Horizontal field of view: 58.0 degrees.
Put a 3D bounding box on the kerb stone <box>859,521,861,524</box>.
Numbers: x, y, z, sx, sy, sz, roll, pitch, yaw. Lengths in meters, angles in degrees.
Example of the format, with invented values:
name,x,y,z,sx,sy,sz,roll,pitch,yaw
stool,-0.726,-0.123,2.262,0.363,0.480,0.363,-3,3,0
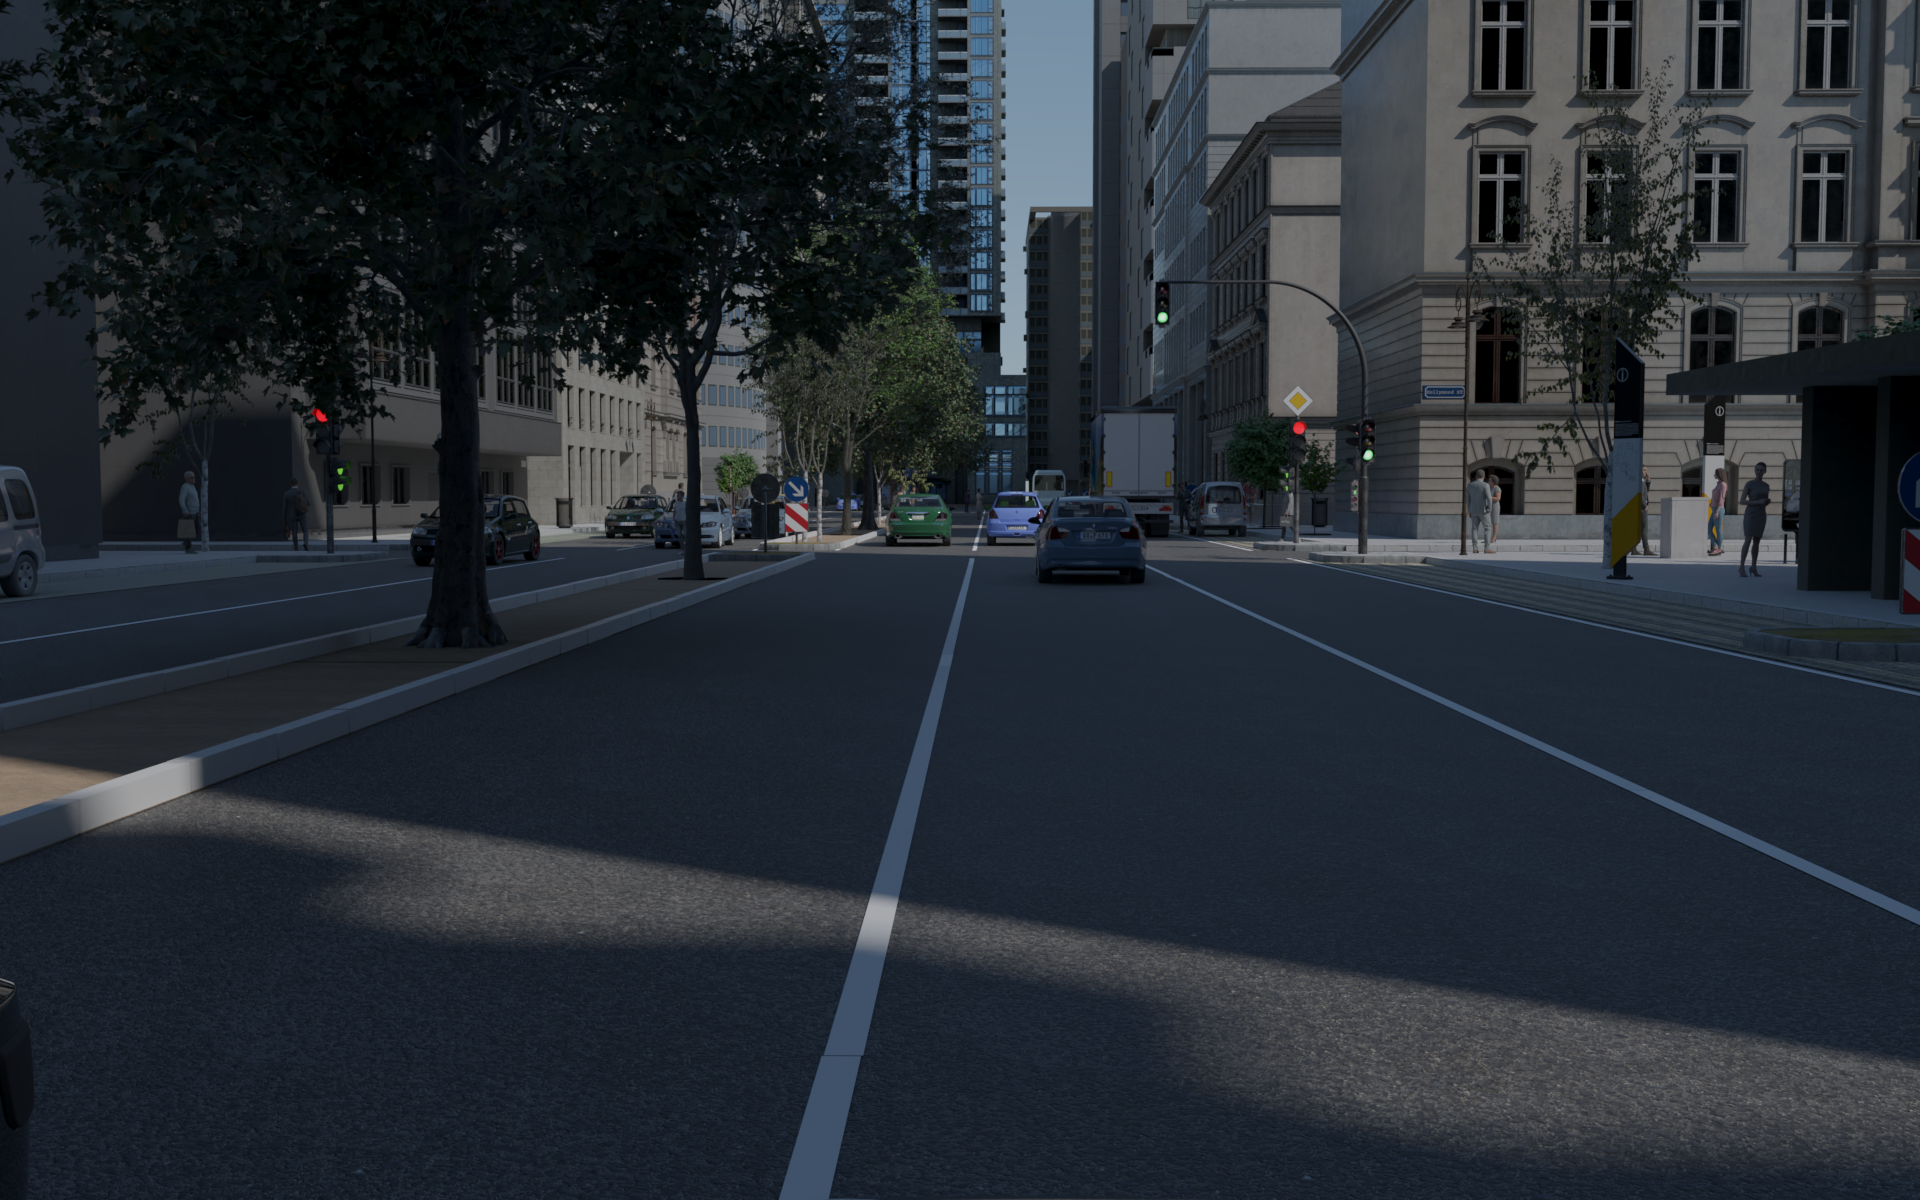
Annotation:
name,x,y,z,sx,sy,sz,roll,pitch,yaw
kerb stone,-4.671,-3.419,78.096,0.120,0.150,1.000,0,4,1

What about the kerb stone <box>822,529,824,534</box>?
name,x,y,z,sx,sy,sz,roll,pitch,yaw
kerb stone,-4.961,-2.353,60.662,0.120,0.150,1.000,0,4,1

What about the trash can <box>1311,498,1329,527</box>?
name,x,y,z,sx,sy,sz,roll,pitch,yaw
trash can,13.866,-3.372,66.781,0.748,1.137,0.748,0,3,0

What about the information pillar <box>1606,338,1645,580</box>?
name,x,y,z,sx,sy,sz,roll,pitch,yaw
information pillar,9.960,-2.110,25.860,0.183,3.616,0.504,-2,4,-30

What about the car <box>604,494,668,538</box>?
name,x,y,z,sx,sy,sz,roll,pitch,yaw
car,-10.577,-2.902,57.241,2.009,1.686,4.222,0,4,0

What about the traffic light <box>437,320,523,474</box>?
name,x,y,z,sx,sy,sz,roll,pitch,yaw
traffic light,-11.350,-4.318,45.270,4.771,5.953,1.251,0,4,1

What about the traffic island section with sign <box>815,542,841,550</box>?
name,x,y,z,sx,sy,sz,roll,pitch,yaw
traffic island section with sign,-4.164,-2.249,44.905,2.006,1.907,1.989,0,4,1

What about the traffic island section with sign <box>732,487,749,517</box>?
name,x,y,z,sx,sy,sz,roll,pitch,yaw
traffic island section with sign,-12.271,-5.466,97.997,1.989,1.847,2.006,0,4,1

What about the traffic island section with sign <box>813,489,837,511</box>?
name,x,y,z,sx,sy,sz,roll,pitch,yaw
traffic island section with sign,-11.446,-8.484,147.334,1.989,1.847,2.006,0,4,1

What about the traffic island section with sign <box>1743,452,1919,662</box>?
name,x,y,z,sx,sy,sz,roll,pitch,yaw
traffic island section with sign,8.266,-0.427,15.602,1.989,1.847,2.006,0,4,1

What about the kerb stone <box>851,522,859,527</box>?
name,x,y,z,sx,sy,sz,roll,pitch,yaw
kerb stone,-4.687,-3.356,77.073,0.120,0.150,1.000,0,4,1

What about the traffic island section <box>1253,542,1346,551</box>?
name,x,y,z,sx,sy,sz,roll,pitch,yaw
traffic island section,8.755,-1.391,45.028,2.009,0.180,2.903,0,4,1

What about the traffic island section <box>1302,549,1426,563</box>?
name,x,y,z,sx,sy,sz,roll,pitch,yaw
traffic island section,8.621,-0.903,37.044,2.009,0.180,2.903,0,4,1

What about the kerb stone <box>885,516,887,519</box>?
name,x,y,z,sx,sy,sz,roll,pitch,yaw
kerb stone,-4.311,-4.735,99.613,0.120,0.150,1.000,0,4,1

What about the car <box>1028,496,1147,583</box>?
name,x,y,z,sx,sy,sz,roll,pitch,yaw
car,2.153,-1.051,29.186,2.014,1.417,4.499,0,4,2

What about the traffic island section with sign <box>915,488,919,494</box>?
name,x,y,z,sx,sy,sz,roll,pitch,yaw
traffic island section with sign,-2.912,-6.844,120.033,2.006,1.907,1.989,0,4,1

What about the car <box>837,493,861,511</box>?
name,x,y,z,sx,sy,sz,roll,pitch,yaw
car,-9.284,-8.255,144.554,1.945,1.707,3.694,0,4,2

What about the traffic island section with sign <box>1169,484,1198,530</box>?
name,x,y,z,sx,sy,sz,roll,pitch,yaw
traffic island section with sign,9.197,-3.754,70.010,1.989,1.847,2.006,0,4,1

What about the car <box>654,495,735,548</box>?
name,x,y,z,sx,sy,sz,roll,pitch,yaw
car,-7.187,-2.149,47.143,2.014,1.417,4.499,0,4,-1

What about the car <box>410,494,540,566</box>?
name,x,y,z,sx,sy,sz,roll,pitch,yaw
car,-10.029,-1.602,35.987,2.009,1.686,4.222,0,4,3

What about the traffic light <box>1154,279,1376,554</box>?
name,x,y,z,sx,sy,sz,roll,pitch,yaw
traffic light,6.488,-3.802,36.825,4.771,5.953,1.251,0,4,1

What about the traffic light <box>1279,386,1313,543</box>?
name,x,y,z,sx,sy,sz,roll,pitch,yaw
traffic light,8.715,-3.425,44.915,0.839,4.253,0.868,0,4,1

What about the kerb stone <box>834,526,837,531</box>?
name,x,y,z,sx,sy,sz,roll,pitch,yaw
kerb stone,-4.881,-2.662,65.793,0.120,0.150,1.000,0,4,1

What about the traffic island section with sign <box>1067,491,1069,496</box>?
name,x,y,z,sx,sy,sz,roll,pitch,yaw
traffic island section with sign,10.927,-10.113,173.973,1.989,1.847,2.006,0,4,1

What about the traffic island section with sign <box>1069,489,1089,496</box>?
name,x,y,z,sx,sy,sz,roll,pitch,yaw
traffic island section with sign,10.476,-8.458,146.924,1.989,1.847,2.006,0,4,1

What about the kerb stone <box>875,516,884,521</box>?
name,x,y,z,sx,sy,sz,roll,pitch,yaw
kerb stone,-4.396,-4.415,94.500,0.120,0.150,1.000,0,4,1

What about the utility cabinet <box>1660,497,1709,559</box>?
name,x,y,z,sx,sy,sz,roll,pitch,yaw
utility cabinet,14.478,-1.436,34.641,1.020,1.237,0.306,-2,4,-25

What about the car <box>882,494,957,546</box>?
name,x,y,z,sx,sy,sz,roll,pitch,yaw
car,-1.155,-2.272,48.943,2.131,1.459,4.920,0,4,-1

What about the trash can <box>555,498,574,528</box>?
name,x,y,z,sx,sy,sz,roll,pitch,yaw
trash can,-14.828,-3.258,64.920,0.748,1.137,0.748,0,3,0

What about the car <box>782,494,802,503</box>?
name,x,y,z,sx,sy,sz,roll,pitch,yaw
car,-9.636,-5.386,98.292,2.015,1.641,3.980,0,4,1

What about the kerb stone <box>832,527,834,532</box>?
name,x,y,z,sx,sy,sz,roll,pitch,yaw
kerb stone,-4.893,-2.599,64.764,0.120,0.150,1.000,0,4,1

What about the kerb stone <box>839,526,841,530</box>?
name,x,y,z,sx,sy,sz,roll,pitch,yaw
kerb stone,-4.847,-2.791,67.837,0.120,0.150,1.000,0,4,1

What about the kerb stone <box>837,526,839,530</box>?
name,x,y,z,sx,sy,sz,roll,pitch,yaw
kerb stone,-4.860,-2.729,66.815,0.120,0.150,1.000,0,4,1

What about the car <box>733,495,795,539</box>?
name,x,y,z,sx,sy,sz,roll,pitch,yaw
car,-6.354,-2.729,56.623,2.014,1.417,4.499,0,4,1

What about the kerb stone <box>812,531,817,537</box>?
name,x,y,z,sx,sy,sz,roll,pitch,yaw
kerb stone,-4.995,-2.228,58.616,0.120,0.150,1.000,0,4,1

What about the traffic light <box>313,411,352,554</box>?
name,x,y,z,sx,sy,sz,roll,pitch,yaw
traffic light,-13.577,-2.958,37.286,0.839,4.253,0.868,0,4,1

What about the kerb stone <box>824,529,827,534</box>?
name,x,y,z,sx,sy,sz,roll,pitch,yaw
kerb stone,-4.948,-2.416,61.697,0.120,0.150,1.000,0,4,1

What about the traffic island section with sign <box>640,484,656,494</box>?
name,x,y,z,sx,sy,sz,roll,pitch,yaw
traffic island section with sign,-12.731,-3.784,70.499,1.989,1.847,2.006,0,4,1

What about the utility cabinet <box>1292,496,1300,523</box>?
name,x,y,z,sx,sy,sz,roll,pitch,yaw
utility cabinet,13.466,-3.602,70.048,0.306,1.237,1.020,0,4,-5

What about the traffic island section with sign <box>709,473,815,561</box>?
name,x,y,z,sx,sy,sz,roll,pitch,yaw
traffic island section with sign,-4.298,-1.796,37.499,2.006,1.907,1.989,0,4,1

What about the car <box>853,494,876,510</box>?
name,x,y,z,sx,sy,sz,roll,pitch,yaw
car,-8.779,-9.000,158.950,2.131,1.459,4.920,0,4,3

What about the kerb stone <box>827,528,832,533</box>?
name,x,y,z,sx,sy,sz,roll,pitch,yaw
kerb stone,-4.917,-2.541,63.742,0.120,0.150,1.000,0,4,1

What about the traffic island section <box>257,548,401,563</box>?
name,x,y,z,sx,sy,sz,roll,pitch,yaw
traffic island section,-13.617,-0.926,37.421,2.009,0.180,2.903,0,4,1

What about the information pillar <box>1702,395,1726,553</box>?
name,x,y,z,sx,sy,sz,roll,pitch,yaw
information pillar,16.288,-2.817,37.416,0.504,3.616,0.183,-1,4,-14

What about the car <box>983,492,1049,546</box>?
name,x,y,z,sx,sy,sz,roll,pitch,yaw
car,1.623,-2.414,49.057,1.945,1.707,3.694,0,4,2

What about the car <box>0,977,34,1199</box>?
name,x,y,z,sx,sy,sz,roll,pitch,yaw
car,-2.360,0.536,1.018,2.009,1.686,4.222,0,4,2

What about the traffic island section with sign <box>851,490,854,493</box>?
name,x,y,z,sx,sy,sz,roll,pitch,yaw
traffic island section with sign,-10.985,-10.167,174.865,1.989,1.847,2.006,0,4,1

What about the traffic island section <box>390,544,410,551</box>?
name,x,y,z,sx,sy,sz,roll,pitch,yaw
traffic island section,-13.483,-1.414,45.405,2.009,0.180,2.903,0,4,1
